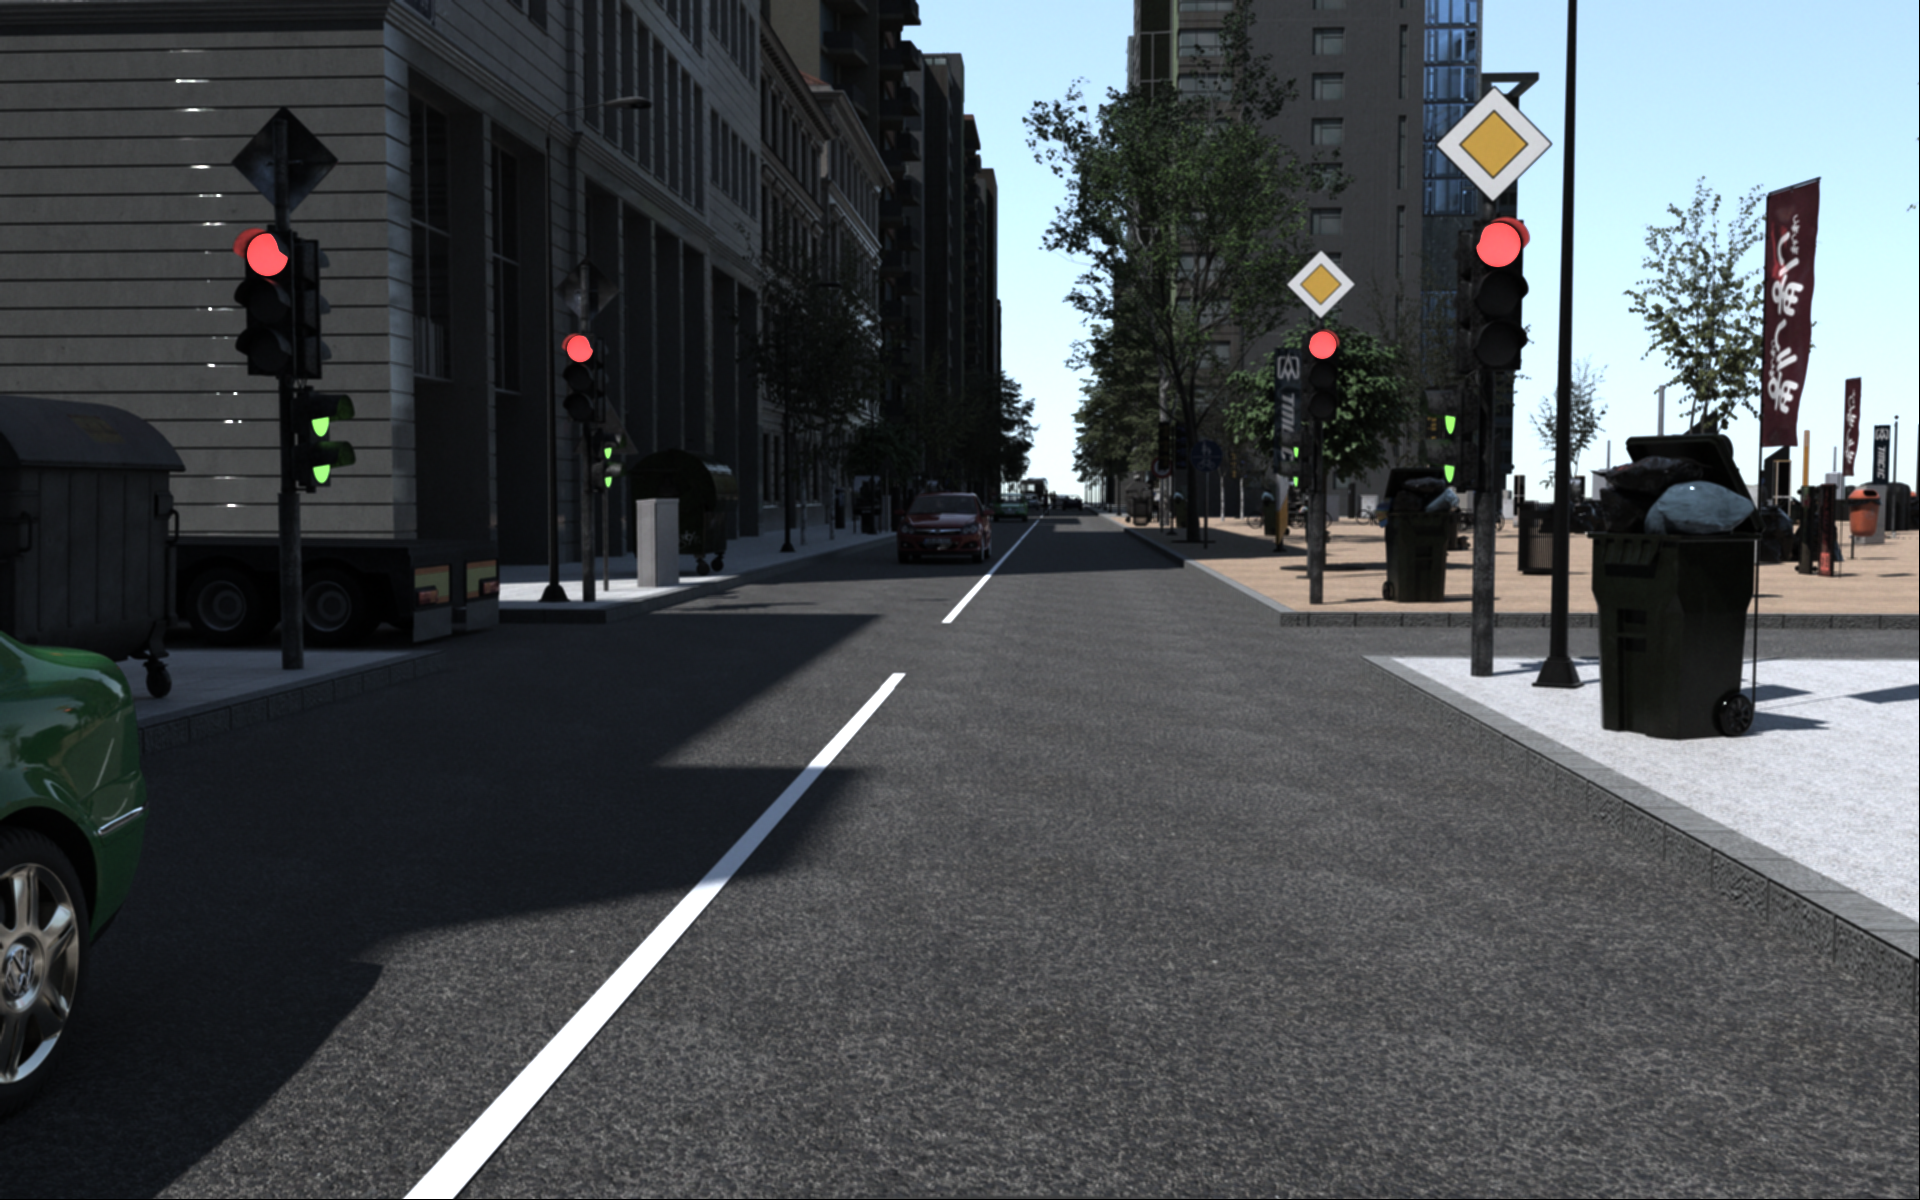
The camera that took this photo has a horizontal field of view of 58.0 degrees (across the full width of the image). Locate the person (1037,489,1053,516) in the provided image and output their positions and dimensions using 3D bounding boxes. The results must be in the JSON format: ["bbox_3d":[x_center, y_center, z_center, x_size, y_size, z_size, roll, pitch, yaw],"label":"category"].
[{"bbox_3d":[5.690,-6.502,115.495,1.217,1.739,0.721,-2,4,-30],"label":"person"}]

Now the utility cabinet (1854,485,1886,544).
[{"bbox_3d":[23.177,-2.169,44.143,1.173,1.500,0.318,-3,5,-40],"label":"utility cabinet"}]

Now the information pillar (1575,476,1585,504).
[{"bbox_3d":[24.745,-3.955,69.157,0.304,2.012,0.304,0,4,-6],"label":"information pillar"}]

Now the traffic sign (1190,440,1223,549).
[{"bbox_3d":[5.771,-2.477,40.601,0.768,2.556,0.104,1,4,12],"label":"traffic sign"}]

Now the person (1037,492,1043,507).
[{"bbox_3d":[7.755,-9.658,167.872,0.593,1.643,0.415,-3,5,-40],"label":"person"}]

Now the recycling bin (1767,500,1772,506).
[{"bbox_3d":[36.197,-4.009,78.106,0.722,1.027,0.722,-2,4,-33],"label":"recycling bin"}]

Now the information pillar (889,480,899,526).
[{"bbox_3d":[-2.668,-3.996,69.819,0.304,2.012,0.304,3,4,37],"label":"information pillar"}]

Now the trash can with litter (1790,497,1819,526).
[{"bbox_3d":[34.730,-3.673,71.433,1.055,1.170,0.624,2,4,26],"label":"trash can with litter"}]

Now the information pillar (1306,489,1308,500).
[{"bbox_3d":[18.233,-6.036,90.036,0.504,3.616,0.183,-1,4,-15],"label":"information pillar"}]

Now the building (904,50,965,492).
[{"bbox_3d":[-6.998,-28.915,156.360,14.154,41.232,14.086,0,4,3],"label":"building"}]

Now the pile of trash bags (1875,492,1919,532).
[{"bbox_3d":[35.172,-3.241,62.745,1.912,1.369,3.447,0,4,-3],"label":"pile of trash bags"}]

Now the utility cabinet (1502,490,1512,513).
[{"bbox_3d":[27.878,-4.865,88.221,0.318,1.500,1.173,2,4,27],"label":"utility cabinet"}]

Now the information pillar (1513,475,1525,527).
[{"bbox_3d":[21.521,-3.802,66.658,0.304,2.012,0.304,-1,4,-20],"label":"information pillar"}]

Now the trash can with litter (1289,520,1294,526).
[{"bbox_3d":[13.136,-3.593,70.125,0.624,1.170,1.055,-2,4,-31],"label":"trash can with litter"}]

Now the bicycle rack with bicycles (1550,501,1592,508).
[{"bbox_3d":[30.882,-4.522,87.316,2.852,0.926,2.925,2,4,30],"label":"bicycle rack with bicycles"}]

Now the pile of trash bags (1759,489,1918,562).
[{"bbox_3d":[16.304,-1.456,33.555,3.447,1.369,1.912,-1,4,-15],"label":"pile of trash bags"}]

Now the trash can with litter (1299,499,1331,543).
[{"bbox_3d":[9.360,-2.089,45.543,0.624,1.170,1.055,2,4,30],"label":"trash can with litter"}]

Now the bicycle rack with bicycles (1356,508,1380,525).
[{"bbox_3d":[17.843,-3.557,71.543,2.925,0.926,2.852,1,4,20],"label":"bicycle rack with bicycles"}]

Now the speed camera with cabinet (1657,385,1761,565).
[{"bbox_3d":[13.426,-2.274,31.511,2.038,3.252,0.660,1,4,12],"label":"speed camera with cabinet"}]

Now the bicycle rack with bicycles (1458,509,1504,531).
[{"bbox_3d":[17.863,-2.897,60.747,2.925,0.926,2.852,-1,4,-22],"label":"bicycle rack with bicycles"}]

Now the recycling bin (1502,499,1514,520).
[{"bbox_3d":[27.564,-4.521,86.473,0.722,1.027,0.722,3,5,39],"label":"recycling bin"}]

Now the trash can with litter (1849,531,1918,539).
[{"bbox_3d":[26.972,-2.428,50.748,1.678,1.210,2.233,1,4,17],"label":"trash can with litter"}]

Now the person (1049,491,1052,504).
[{"bbox_3d":[12.687,-14.211,240.859,1.348,1.822,0.705,-2,4,-35],"label":"person"}]

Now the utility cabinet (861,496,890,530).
[{"bbox_3d":[-2.988,-3.068,61.318,1.020,1.237,0.306,0,4,8],"label":"utility cabinet"}]

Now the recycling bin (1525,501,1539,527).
[{"bbox_3d":[22.138,-3.356,67.423,0.722,1.027,0.722,1,4,19],"label":"recycling bin"}]

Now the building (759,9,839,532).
[{"bbox_3d":[-10.909,-12.165,63.530,10.561,19.102,19.286,0,4,3],"label":"building"}]

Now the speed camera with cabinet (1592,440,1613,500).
[{"bbox_3d":[24.053,-4.261,64.003,0.660,3.252,2.038,3,5,44],"label":"speed camera with cabinet"}]

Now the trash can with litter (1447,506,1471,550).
[{"bbox_3d":[11.294,-1.743,39.882,0.624,1.170,1.055,3,5,44],"label":"trash can with litter"}]

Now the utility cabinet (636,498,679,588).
[{"bbox_3d":[-4.231,-0.801,24.252,0.306,1.237,1.020,1,4,9],"label":"utility cabinet"}]

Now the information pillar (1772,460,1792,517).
[{"bbox_3d":[17.907,-2.035,37.765,0.304,2.012,0.304,1,4,12],"label":"information pillar"}]

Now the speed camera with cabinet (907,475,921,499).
[{"bbox_3d":[-2.119,-5.813,89.385,0.660,3.252,2.038,1,4,21],"label":"speed camera with cabinet"}]

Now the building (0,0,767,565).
[{"bbox_3d":[-12.263,-15.924,37.850,11.434,29.767,29.804,0,4,3],"label":"building"}]

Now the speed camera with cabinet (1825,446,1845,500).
[{"bbox_3d":[36.865,-4.718,71.468,2.038,3.252,0.660,3,4,37],"label":"speed camera with cabinet"}]

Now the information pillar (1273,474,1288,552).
[{"bbox_3d":[7.132,-2.874,38.345,0.183,3.616,0.504,2,4,33],"label":"information pillar"}]

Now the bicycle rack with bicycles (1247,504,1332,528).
[{"bbox_3d":[12.519,-3.158,65.020,2.925,0.926,2.852,2,4,26],"label":"bicycle rack with bicycles"}]

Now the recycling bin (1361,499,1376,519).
[{"bbox_3d":[21.422,-4.787,90.820,0.722,1.027,0.722,1,4,13],"label":"recycling bin"}]

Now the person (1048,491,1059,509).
[{"bbox_3d":[8.916,-9.522,164.897,1.217,1.736,0.721,-2,4,-26],"label":"person"}]

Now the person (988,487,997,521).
[{"bbox_3d":[1.725,-5.222,93.855,0.580,1.828,0.573,2,4,31],"label":"person"}]

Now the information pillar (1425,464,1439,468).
[{"bbox_3d":[10.578,-2.096,38.767,0.304,2.012,0.304,0,4,5],"label":"information pillar"}]

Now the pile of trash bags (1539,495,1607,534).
[{"bbox_3d":[20.663,-2.893,57.060,3.447,1.369,1.912,-3,5,-41],"label":"pile of trash bags"}]

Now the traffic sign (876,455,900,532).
[{"bbox_3d":[-2.450,-3.539,57.861,0.884,2.594,0.081,1,4,10],"label":"traffic sign"}]

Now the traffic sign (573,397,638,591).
[{"bbox_3d":[-4.681,-1.397,22.841,0.884,2.594,0.081,0,4,6],"label":"traffic sign"}]

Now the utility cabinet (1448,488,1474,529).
[{"bbox_3d":[18.046,-3.301,62.645,0.318,1.500,1.173,-2,4,-25],"label":"utility cabinet"}]

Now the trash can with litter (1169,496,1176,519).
[{"bbox_3d":[10.912,-4.860,90.511,1.678,1.210,2.233,-2,4,-29],"label":"trash can with litter"}]

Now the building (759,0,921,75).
[{"bbox_3d":[-14.089,-27.876,110.396,22.147,44.769,28.867,0,4,3],"label":"building"}]

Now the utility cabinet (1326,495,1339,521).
[{"bbox_3d":[17.679,-4.376,82.713,1.020,1.237,0.306,-3,5,-41],"label":"utility cabinet"}]

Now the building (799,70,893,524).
[{"bbox_3d":[-10.015,-15.133,83.587,11.583,22.565,21.152,0,4,3],"label":"building"}]

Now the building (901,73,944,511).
[{"bbox_3d":[-17.151,-27.283,137.950,32.217,40.220,23.993,0,4,3],"label":"building"}]

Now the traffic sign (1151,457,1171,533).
[{"bbox_3d":[6.726,-3.520,57.651,0.768,2.556,0.104,1,4,13],"label":"traffic sign"}]

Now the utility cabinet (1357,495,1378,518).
[{"bbox_3d":[21.610,-4.931,91.783,1.020,1.237,0.306,2,4,25],"label":"utility cabinet"}]
